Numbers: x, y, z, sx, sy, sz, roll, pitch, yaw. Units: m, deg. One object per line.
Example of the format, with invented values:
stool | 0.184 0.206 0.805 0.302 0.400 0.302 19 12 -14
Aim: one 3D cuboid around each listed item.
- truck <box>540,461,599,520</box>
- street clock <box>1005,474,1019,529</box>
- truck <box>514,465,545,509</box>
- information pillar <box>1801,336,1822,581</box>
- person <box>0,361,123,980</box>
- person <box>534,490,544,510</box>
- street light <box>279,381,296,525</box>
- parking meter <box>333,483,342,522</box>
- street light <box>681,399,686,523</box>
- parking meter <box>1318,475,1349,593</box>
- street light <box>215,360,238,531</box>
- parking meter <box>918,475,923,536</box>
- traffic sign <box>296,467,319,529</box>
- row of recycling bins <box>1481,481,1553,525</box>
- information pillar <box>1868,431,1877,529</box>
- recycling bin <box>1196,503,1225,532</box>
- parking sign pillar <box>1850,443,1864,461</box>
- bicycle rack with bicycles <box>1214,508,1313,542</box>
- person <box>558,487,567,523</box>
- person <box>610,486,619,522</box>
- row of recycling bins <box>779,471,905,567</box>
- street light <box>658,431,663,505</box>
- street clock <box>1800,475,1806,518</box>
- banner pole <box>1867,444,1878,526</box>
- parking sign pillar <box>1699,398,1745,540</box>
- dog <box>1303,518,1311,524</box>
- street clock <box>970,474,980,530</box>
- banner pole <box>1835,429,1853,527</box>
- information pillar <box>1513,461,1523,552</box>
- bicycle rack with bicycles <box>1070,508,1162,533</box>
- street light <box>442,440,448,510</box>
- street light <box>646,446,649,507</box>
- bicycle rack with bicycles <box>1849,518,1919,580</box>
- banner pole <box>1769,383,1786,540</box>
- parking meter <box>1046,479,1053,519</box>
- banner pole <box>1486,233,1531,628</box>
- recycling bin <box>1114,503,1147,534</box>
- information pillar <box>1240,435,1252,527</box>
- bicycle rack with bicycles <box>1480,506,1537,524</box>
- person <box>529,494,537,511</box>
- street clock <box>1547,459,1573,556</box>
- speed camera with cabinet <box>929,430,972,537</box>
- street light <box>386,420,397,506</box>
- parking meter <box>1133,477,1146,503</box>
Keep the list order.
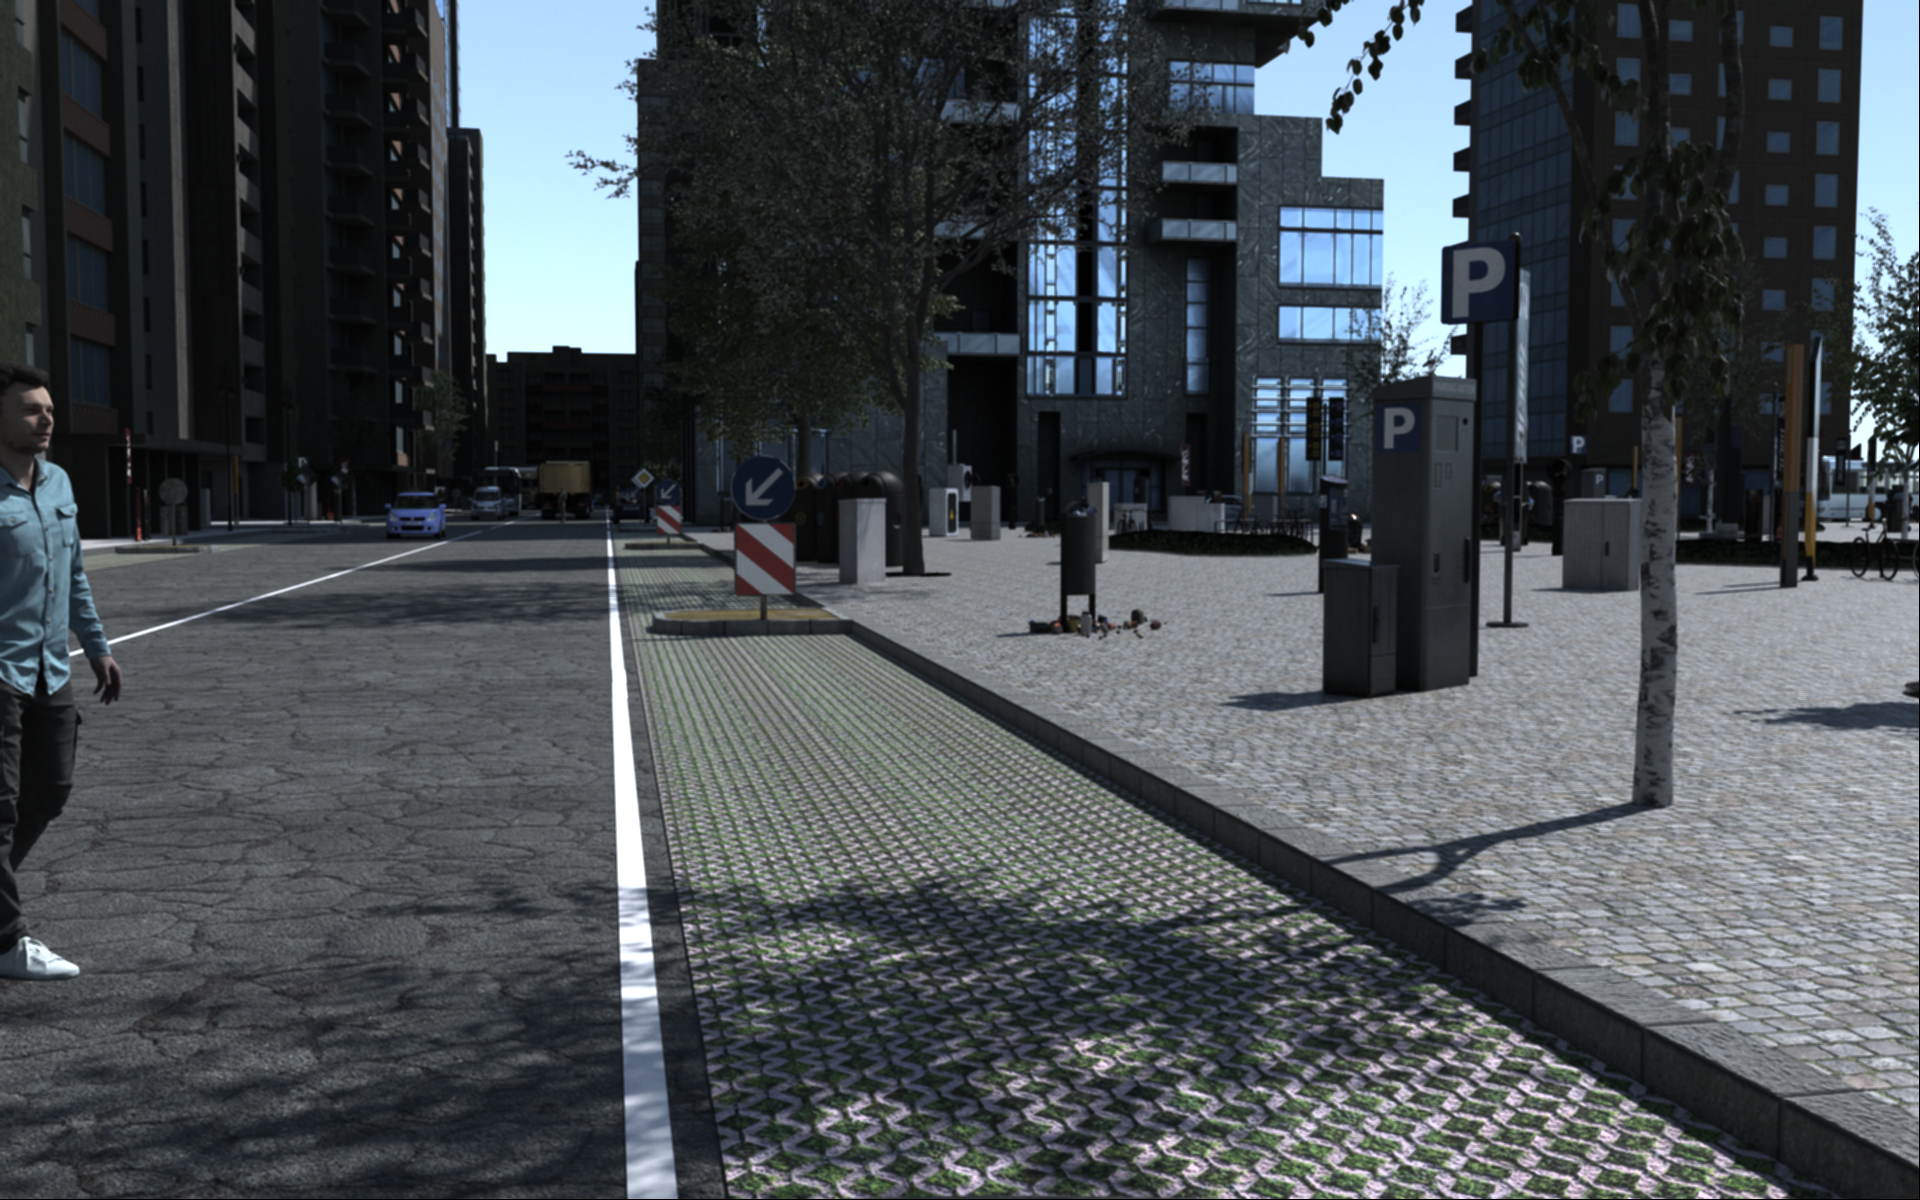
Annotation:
truck | -22.913 -6.424 100.962 3.469 3.379 9.791 -1 4 -10
street clock | 1.899 -3.571 62.963 0.471 2.002 0.358 -3 4 -38
truck | -41.754 -10.934 167.689 2.839 4.237 11.283 -1 4 -10
information pillar | 12.580 -2.091 25.549 0.183 3.616 0.504 2 4 34
person | -2.909 0.200 5.247 0.620 1.820 0.660 1 4 9
person | -37.676 -8.975 155.379 1.348 1.807 0.705 0 4 -1
street light | -27.604 -6.018 71.181 0.468 5.910 1.993 -1 4 -12
parking meter | -28.894 -4.567 80.383 0.255 1.863 0.399 0 4 5
street light | -12.390 -6.415 77.672 0.468 5.910 1.993 -1 4 -12
parking meter | 4.877 -0.868 22.607 0.372 1.533 0.369 0 3 0
street light | -25.315 -5.328 59.895 0.468 5.910 1.993 -1 4 -12
parking meter | -1.202 -2.474 46.158 0.399 1.863 0.255 -1 4 -14
traffic sign | -23.932 -3.667 63.602 0.795 2.450 0.064 -1 4 -12
row of recycling bins | 18.366 -3.060 57.152 1.069 1.692 3.534 -1 4 -13
information pillar | 33.806 -4.453 64.164 0.183 3.616 0.504 1 4 12
recycling bin | 6.971 -2.182 48.230 0.722 1.027 0.722 1 4 15
parking sign pillar | 47.552 -6.363 92.501 1.447 3.967 1.447 -2 4 -26
bicycle rack with bicycles | 8.042 -1.915 44.687 2.925 0.926 2.852 -3 5 -42
person | -19.794 -4.720 85.949 0.520 1.790 0.573 1 4 15
person | -17.249 -4.792 86.759 0.656 1.842 0.836 2 4 29
row of recycling bins | -2.090 -1.520 31.961 1.069 1.692 3.534 -2 4 -31
street light | -19.404 -8.541 112.429 0.468 5.910 1.993 -1 4 -12
street clock | 31.429 -3.655 64.334 0.471 2.002 0.358 -2 4 -33
banner pole | 36.483 -4.851 69.337 0.401 3.779 0.863 0 4 4
parking sign pillar | 21.829 -3.716 49.226 1.447 3.967 1.447 1 4 15
dog | 15.105 -3.399 75.759 0.748 0.427 0.550 0 4 4
street clock | 0.460 -3.472 61.339 0.471 2.002 0.358 1 4 14
banner pole | 34.365 -4.730 67.351 0.401 3.779 0.863 -1 4 -21
information pillar | 12.391 -2.094 38.734 0.304 2.012 0.304 1 4 11
bicycle rack with bicycles | 3.817 -1.846 43.570 2.852 0.926 2.925 1 4 9
street light | -41.839 -10.265 140.618 0.468 5.910 1.993 -1 4 -12
street light | -26.520 -10.662 147.104 0.468 5.910 1.993 -1 4 -12
bicycle rack with bicycles | 14.687 -0.733 25.361 2.852 0.926 2.925 1 4 11
banner pole | 18.396 -2.992 38.938 0.401 3.779 0.863 0 4 -4
parking meter | 3.534 -3.844 68.560 0.255 1.863 0.399 0 4 0
banner pole | 5.434 -1.644 16.896 0.401 3.779 0.863 2 4 31
recycling bin | 4.662 -2.131 47.400 0.722 1.027 0.722 -1 4 -12
information pillar | 11.318 -4.713 68.407 0.504 3.616 0.183 -2 4 -32
bicycle rack with bicycles | 16.235 -2.511 54.437 2.852 0.926 2.925 -3 5 -39
person | -36.384 -8.304 147.497 0.421 1.427 0.697 3 5 42
street clock | 12.506 -1.932 36.165 0.471 2.002 0.358 3 5 44
speed camera with cabinet | -0.278 -3.565 52.616 0.660 3.252 2.038 1 4 23
street light | -34.731 -8.139 105.854 0.468 5.910 1.993 -1 4 -12
parking meter | 6.093 -3.249 58.830 0.255 1.863 0.399 -2 4 -33
